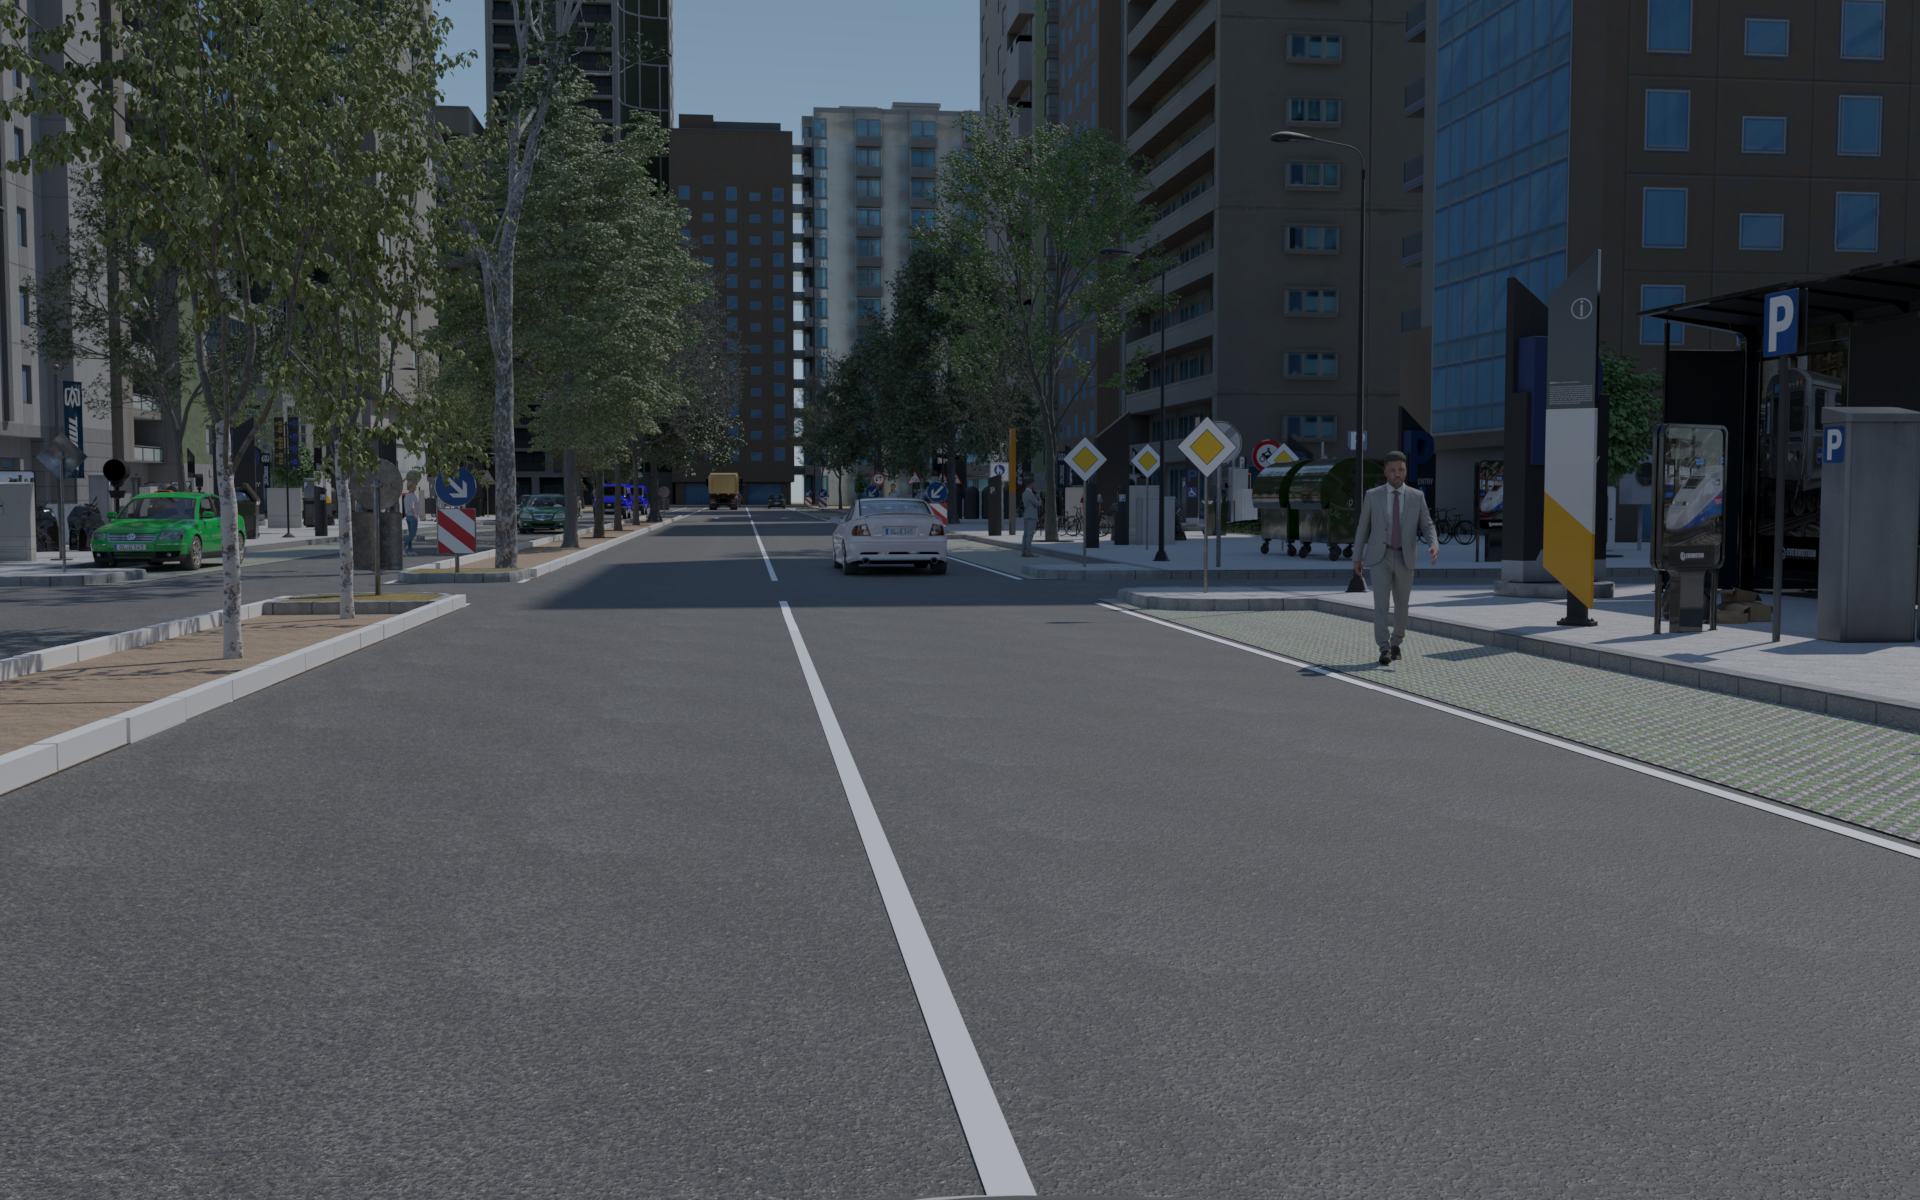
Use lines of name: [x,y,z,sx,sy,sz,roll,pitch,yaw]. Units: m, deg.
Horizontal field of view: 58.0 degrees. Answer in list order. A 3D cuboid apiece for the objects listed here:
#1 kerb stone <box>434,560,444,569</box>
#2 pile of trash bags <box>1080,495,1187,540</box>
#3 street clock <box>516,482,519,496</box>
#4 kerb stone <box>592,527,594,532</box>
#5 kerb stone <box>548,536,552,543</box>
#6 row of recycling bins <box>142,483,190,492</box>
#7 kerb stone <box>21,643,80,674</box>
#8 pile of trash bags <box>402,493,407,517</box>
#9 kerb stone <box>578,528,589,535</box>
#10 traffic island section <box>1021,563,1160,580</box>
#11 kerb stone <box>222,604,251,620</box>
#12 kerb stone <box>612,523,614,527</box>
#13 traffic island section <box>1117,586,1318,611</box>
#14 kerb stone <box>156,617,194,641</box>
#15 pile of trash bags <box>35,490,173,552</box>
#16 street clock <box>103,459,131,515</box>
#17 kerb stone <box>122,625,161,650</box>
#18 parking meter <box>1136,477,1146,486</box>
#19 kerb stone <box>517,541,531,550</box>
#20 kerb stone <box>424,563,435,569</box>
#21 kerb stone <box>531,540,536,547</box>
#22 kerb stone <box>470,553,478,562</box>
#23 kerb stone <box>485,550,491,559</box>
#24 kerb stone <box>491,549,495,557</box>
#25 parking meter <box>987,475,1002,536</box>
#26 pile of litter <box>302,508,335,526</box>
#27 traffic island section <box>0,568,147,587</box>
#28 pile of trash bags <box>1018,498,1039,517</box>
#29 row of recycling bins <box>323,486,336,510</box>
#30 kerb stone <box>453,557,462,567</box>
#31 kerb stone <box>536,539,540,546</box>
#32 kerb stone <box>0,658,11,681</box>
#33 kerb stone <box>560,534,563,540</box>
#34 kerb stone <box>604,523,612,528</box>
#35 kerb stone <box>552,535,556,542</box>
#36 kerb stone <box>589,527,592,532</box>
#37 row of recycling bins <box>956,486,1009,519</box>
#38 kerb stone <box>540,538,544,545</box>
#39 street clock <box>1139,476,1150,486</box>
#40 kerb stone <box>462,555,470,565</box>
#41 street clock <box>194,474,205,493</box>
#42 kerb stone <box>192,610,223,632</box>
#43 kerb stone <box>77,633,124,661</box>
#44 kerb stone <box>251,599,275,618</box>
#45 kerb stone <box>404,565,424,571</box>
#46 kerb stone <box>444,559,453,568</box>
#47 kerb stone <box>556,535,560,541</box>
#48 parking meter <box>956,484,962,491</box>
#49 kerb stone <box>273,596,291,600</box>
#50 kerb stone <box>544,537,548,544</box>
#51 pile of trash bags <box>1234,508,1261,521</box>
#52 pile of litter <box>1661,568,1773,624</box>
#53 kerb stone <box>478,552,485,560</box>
kerb stone: [-9.741,-0.603,32.055,0.120,0.150,1.000,0,4,-7]
pile of trash bags: [4.716,-2.365,48.428,1.912,1.369,3.447,-3,5,-45]
street clock: [-24.849,-5.631,96.642,0.471,2.002,0.358,-1,4,-13]
kerb stone: [-13.850,-2.591,64.617,0.120,0.150,1.000,0,4,-7]
kerb stone: [-12.056,-1.724,50.381,0.120,0.150,1.000,0,4,-7]
row of recycling bins: [-30.527,-3.627,66.409,1.069,1.692,3.534,-3,5,-44]
kerb stone: [-7.485,0.490,14.186,0.120,0.150,1.000,0,4,-7]
pile of trash bags: [-31.519,-5.361,97.404,1.912,1.369,3.447,0,4,-7]
kerb stone: [-13.603,-2.470,62.581,0.120,0.150,1.000,0,4,-7]
traffic island section: [2.205,-0.498,30.421,2.009,0.180,2.903,0,4,-7]
kerb stone: [-8.129,0.178,19.278,0.120,0.150,1.000,0,4,-7]
kerb stone: [-15.139,-3.216,74.782,0.120,0.150,1.000,0,4,-7]
traffic island section: [3.206,-0.013,22.498,2.009,0.180,2.903,0,4,-7]
kerb stone: [-7.869,0.303,17.243,0.120,0.150,1.000,0,4,-7]
pile of trash bags: [-19.639,-1.814,39.409,3.447,1.369,1.912,-1,4,-22]
street clock: [-17.371,-1.905,35.720,0.471,2.002,0.358,0,4,-2]
kerb stone: [-7.740,0.373,16.218,0.120,0.150,1.000,0,4,-7]
parking meter: [6.171,-3.239,58.676,0.399,1.863,0.255,0,4,6]
kerb stone: [-11.417,-1.413,45.294,0.120,0.150,1.000,0,4,-7]
kerb stone: [-9.612,-0.538,31.030,0.120,0.150,1.000,0,4,-7]
kerb stone: [-11.539,-1.475,46.309,0.120,0.150,1.000,0,4,-7]
kerb stone: [-10.256,-0.853,36.135,0.120,0.150,1.000,0,4,-7]
kerb stone: [-10.520,-0.975,38.167,0.120,0.150,1.000,0,4,-7]
kerb stone: [-10.636,-1.035,39.183,0.120,0.150,1.000,0,4,-7]
parking meter: [1.065,-2.902,53.161,0.399,1.863,0.255,3,5,41]
pile of litter: [-26.006,-3.424,69.947,1.176,0.858,1.719,3,5,41]
traffic island section: [-14.653,-0.368,28.304,2.009,0.180,2.903,0,4,-7]
pile of trash bags: [4.854,-5.327,96.841,3.447,1.369,1.912,1,4,14]
row of recycling bins: [-34.674,-5.357,94.694,1.069,1.692,3.534,-1,4,-22]
kerb stone: [-9.997,-0.724,34.088,0.120,0.150,1.000,0,4,-7]
kerb stone: [-11.674,-1.536,47.325,0.120,0.150,1.000,0,4,-7]
kerb stone: [-7.362,0.561,13.172,0.120,0.150,1.000,0,4,-7]
kerb stone: [-12.445,-1.911,53.435,0.120,0.150,1.000,0,4,-7]
kerb stone: [-15.014,-3.154,73.762,0.120,0.150,1.000,0,4,-7]
kerb stone: [-12.184,-1.785,51.400,0.120,0.150,1.000,0,4,-7]
kerb stone: [-13.724,-2.532,63.597,0.120,0.150,1.000,0,4,-7]
row of recycling bins: [1.082,-5.001,88.875,3.534,1.692,1.069,0,4,2]
kerb stone: [-11.795,-1.596,48.342,0.120,0.150,1.000,0,4,-7]
street clock: [7.328,-3.952,69.189,0.358,2.002,0.471,-3,4,-37]
kerb stone: [-10.126,-0.787,35.114,0.120,0.150,1.000,0,4,-7]
street clock: [-27.024,-3.486,61.569,0.358,2.002,0.471,-2,4,-29]
kerb stone: [-8.004,0.241,18.259,0.120,0.150,1.000,0,4,-7]
kerb stone: [-7.606,0.430,15.202,0.120,0.150,1.000,0,4,-7]
kerb stone: [-8.251,0.116,20.293,0.120,0.150,1.000,0,4,-7]
kerb stone: [-9.480,-0.476,30.002,0.120,0.150,1.000,0,4,-7]
kerb stone: [-9.876,-0.665,33.069,0.120,0.150,1.000,0,4,-7]
kerb stone: [-12.310,-1.848,52.422,0.120,0.150,1.000,0,4,-7]
parking meter: [-0.135,-5.523,96.018,0.399,1.863,0.255,-2,4,-31]
kerb stone: [-8.386,0.054,21.306,0.120,0.150,1.000,0,4,-7]
kerb stone: [-11.920,-1.662,49.365,0.120,0.150,1.000,0,4,-7]
pile of trash bags: [10.891,-3.415,65.583,3.447,1.369,1.912,-1,4,-19]
pile of litter: [7.852,-0.235,17.804,1.719,0.858,1.176,-3,4,-39]
kerb stone: [-10.384,-0.911,37.149,0.120,0.150,1.000,0,4,-7]
